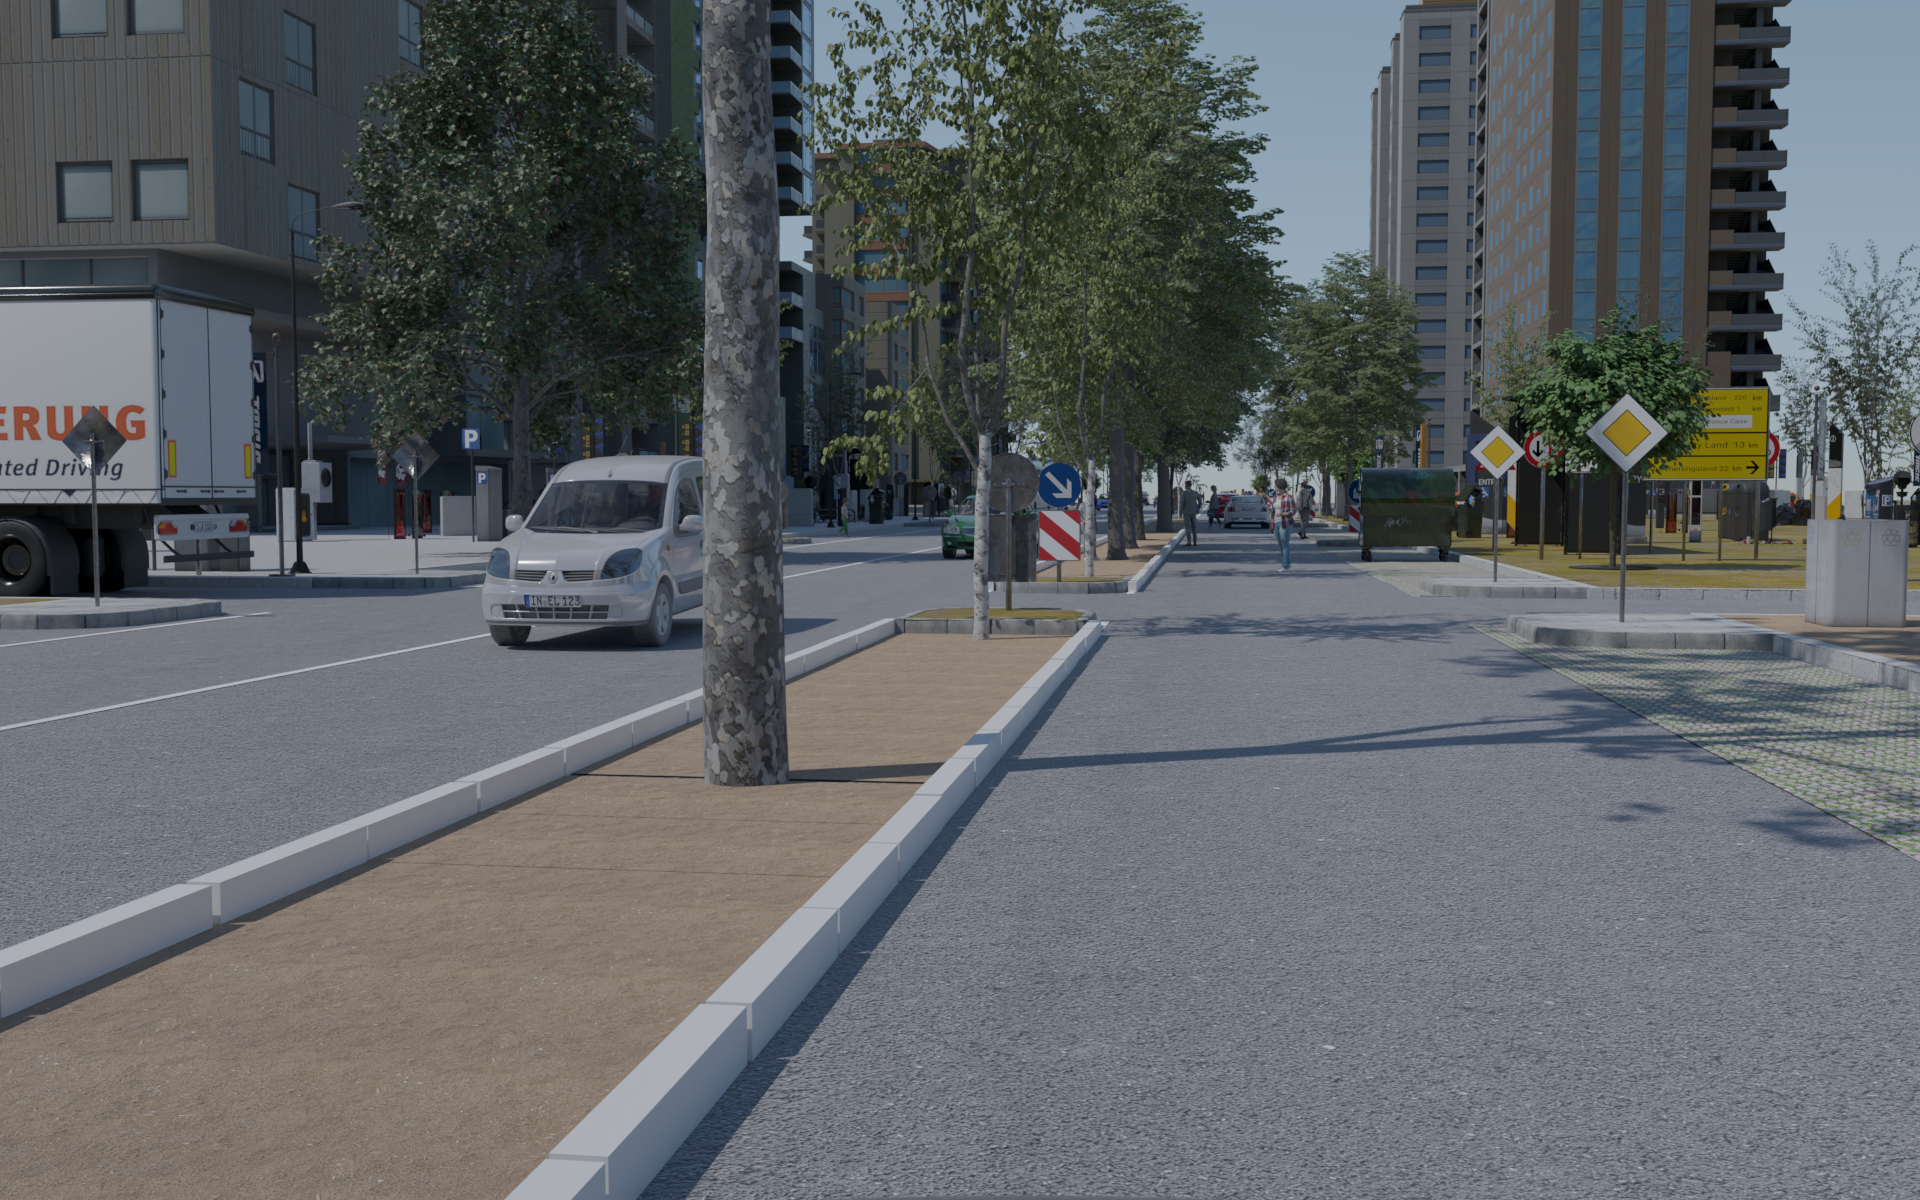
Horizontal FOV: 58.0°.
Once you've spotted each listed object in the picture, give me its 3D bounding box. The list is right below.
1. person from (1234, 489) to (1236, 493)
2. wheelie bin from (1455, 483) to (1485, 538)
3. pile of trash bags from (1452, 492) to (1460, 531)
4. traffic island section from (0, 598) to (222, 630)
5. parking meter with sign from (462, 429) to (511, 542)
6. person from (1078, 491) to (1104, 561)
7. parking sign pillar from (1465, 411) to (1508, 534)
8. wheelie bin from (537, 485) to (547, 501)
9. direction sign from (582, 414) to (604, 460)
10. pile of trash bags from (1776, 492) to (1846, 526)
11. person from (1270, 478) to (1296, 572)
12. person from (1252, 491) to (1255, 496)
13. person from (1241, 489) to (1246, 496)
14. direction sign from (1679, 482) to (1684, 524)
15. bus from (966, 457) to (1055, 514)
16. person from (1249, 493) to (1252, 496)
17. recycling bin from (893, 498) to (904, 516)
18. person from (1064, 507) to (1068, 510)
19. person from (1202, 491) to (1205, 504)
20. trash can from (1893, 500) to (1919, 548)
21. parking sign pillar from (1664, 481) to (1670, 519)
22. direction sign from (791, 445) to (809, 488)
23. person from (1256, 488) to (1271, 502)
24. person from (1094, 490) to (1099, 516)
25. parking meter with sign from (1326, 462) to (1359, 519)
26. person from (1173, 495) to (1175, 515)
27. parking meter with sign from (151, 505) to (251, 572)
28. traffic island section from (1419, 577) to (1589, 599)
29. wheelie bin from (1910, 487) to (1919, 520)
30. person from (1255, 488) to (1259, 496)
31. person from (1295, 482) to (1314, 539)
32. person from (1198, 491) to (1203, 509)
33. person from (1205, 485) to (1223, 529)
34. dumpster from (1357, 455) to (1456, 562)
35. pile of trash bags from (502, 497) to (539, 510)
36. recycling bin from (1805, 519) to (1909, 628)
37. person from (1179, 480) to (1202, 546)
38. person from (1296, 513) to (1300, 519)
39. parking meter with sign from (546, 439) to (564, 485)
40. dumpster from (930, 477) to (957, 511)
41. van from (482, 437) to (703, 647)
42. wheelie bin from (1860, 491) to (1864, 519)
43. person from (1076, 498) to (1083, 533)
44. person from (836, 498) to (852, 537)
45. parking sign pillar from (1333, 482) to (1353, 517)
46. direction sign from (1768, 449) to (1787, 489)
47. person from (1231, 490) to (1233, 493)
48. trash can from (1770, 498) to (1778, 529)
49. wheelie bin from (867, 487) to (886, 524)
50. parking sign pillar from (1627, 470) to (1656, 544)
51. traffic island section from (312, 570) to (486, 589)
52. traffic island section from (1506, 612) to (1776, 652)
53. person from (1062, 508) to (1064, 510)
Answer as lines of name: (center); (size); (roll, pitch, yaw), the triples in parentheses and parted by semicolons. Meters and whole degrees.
person: (18.199, -6.455, 114.593); (0.990, 1.755, 0.434); (2, 4, 24)
wheelie bin: (14.899, -2.609, 50.557); (0.693, 1.594, 0.980); (-1, 4, -10)
pile of trash bags: (17.096, -3.083, 60.166); (3.447, 1.369, 1.912); (0, 4, 0)
traffic island section: (-9.869, 0.153, 19.778); (2.009, 0.180, 2.903); (1, 4, 8)
parking meter with sign: (-12.748, -3.102, 46.984); (0.543, 3.016, 1.738); (1, 4, 18)
person: (2.772, -1.582, 36.955); (0.523, 1.515, 0.503); (2, 4, 28)
parking sign pillar: (16.938, -4.110, 55.663); (1.447, 3.967, 1.447); (3, 5, 43)
wheelie bin: (-13.835, -3.081, 58.290); (0.693, 1.594, 0.980); (-2, 4, -35)
direction sign: (-10.413, -3.499, 49.201); (0.876, 3.537, 0.379); (2, 4, 35)
pile of trash bags: (33.743, -3.701, 70.265); (3.447, 1.369, 1.912); (-1, 4, -16)
person: (5.951, -1.374, 31.796); (0.643, 1.720, 0.563); (-2, 4, -30)
person: (36.347, -12.623, 214.752); (0.709, 1.838, 0.599); (2, 4, 24)
person: (20.282, -7.080, 124.353); (0.705, 1.812, 1.348); (-1, 4, -13)
direction sign: (31.105, -5.038, 74.371); (0.379, 3.537, 0.876); (3, 4, 38)
bus: (2.607, -5.331, 82.025); (2.948, 3.499, 13.247); (1, 4, 9)
person: (15.396, -4.935, 91.787); (0.523, 1.515, 0.503); (2, 4, 35)
recycling bin: (-3.495, -5.417, 101.122); (0.722, 1.027, 0.722); (-1, 4, -11)
person: (6.867, -6.140, 112.151); (1.065, 1.426, 0.557); (-2, 4, -30)
person: (35.503, -14.936, 252.795); (0.705, 1.812, 1.348); (0, 4, -3)
trash can: (22.700, -1.825, 41.496); (0.748, 1.137, 0.748); (0, 3, 0)
parking sign pillar: (36.642, -6.254, 90.731); (1.447, 3.967, 1.447); (-3, 4, -38)
direction sign: (-7.374, -5.375, 79.879); (0.876, 3.537, 0.379); (1, 4, 16)
person: (17.872, -5.763, 102.742); (1.348, 1.823, 0.705); (2, 4, 35)
person: (9.115, -6.521, 115.796); (0.721, 1.739, 1.217); (0, 4, -6)
parking meter with sign: (20.113, -5.791, 90.940); (1.738, 3.016, 0.543); (0, 4, 7)
person: (14.248, -6.598, 116.470); (1.348, 1.812, 0.705); (0, 4, 4)
parking meter with sign: (-12.690, -1.990, 28.792); (1.738, 3.016, 0.543); (1, 4, 10)
traffic island section: (7.814, -0.180, 25.228); (2.009, 0.180, 2.903); (1, 4, 8)
wheelie bin: (44.930, -4.481, 81.167); (0.693, 1.594, 0.980); (2, 4, 34)
person: (19.720, -6.487, 114.653); (0.705, 1.812, 1.348); (0, 4, 2)
person: (10.985, -2.852, 55.235); (0.679, 1.850, 0.850); (3, 4, 36)
person: (22.832, -9.497, 164.695); (0.541, 1.710, 0.530); (1, 4, 22)
person: (10.312, -3.764, 70.217); (0.728, 1.800, 0.709); (1, 4, 10)
dumpster: (9.426, -1.939, 36.656); (1.985, 2.255, 1.502); (1, 4, 9)
pile of trash bags: (-15.871, -3.450, 66.159); (3.447, 1.369, 1.912); (-2, 4, -31)
recycling bin: (8.778, -0.270, 16.971); (0.722, 1.027, 0.722); (1, 4, 8)
person: (6.319, -2.383, 47.569); (0.635, 1.810, 0.391); (-2, 4, -29)
person: (19.366, -5.258, 98.741); (0.394, 1.301, 0.425); (3, 5, 42)
parking meter with sign: (-11.815, -3.318, 50.505); (0.543, 3.016, 1.738); (-1, 4, -14)
dumpster: (-1.074, -5.995, 100.519); (1.502, 2.255, 1.985); (1, 4, 8)
van: (-3.425, -0.649, 17.624); (2.013, 2.044, 4.112); (0, 4, 7)
wheelie bin: (42.084, -4.414, 80.082); (0.980, 1.594, 0.693); (-1, 4, -21)
person: (4.445, -3.144, 64.169); (0.640, 1.303, 0.475); (2, 4, 28)
person: (-3.862, -2.738, 57.511); (0.590, 1.304, 0.306); (-2, 4, -33)
parking sign pillar: (21.200, -6.506, 94.845); (1.447, 3.967, 1.447); (-1, 4, -19)
direction sign: (40.962, -5.806, 86.928); (0.876, 3.537, 0.379); (1, 4, 21)
person: (21.603, -7.872, 137.999); (1.217, 1.735, 0.721); (2, 4, 34)
trash can: (29.802, -3.198, 63.938); (0.748, 1.137, 0.748); (0, 3, 0)
wheelie bin: (-3.547, -4.053, 74.181); (0.693, 1.594, 0.980); (1, 4, 11)
parking sign pillar: (17.151, -3.460, 45.048); (1.447, 3.967, 1.447); (0, 4, -2)
traffic island section: (-8.696, -0.330, 27.677); (2.009, 0.180, 2.903); (1, 4, 8)
traffic island section: (6.641, 0.303, 17.329); (2.009, 0.180, 2.903); (1, 4, 8)
person: (5.669, -5.356, 96.275); (0.606, 1.804, 0.583); (1, 4, 22)
